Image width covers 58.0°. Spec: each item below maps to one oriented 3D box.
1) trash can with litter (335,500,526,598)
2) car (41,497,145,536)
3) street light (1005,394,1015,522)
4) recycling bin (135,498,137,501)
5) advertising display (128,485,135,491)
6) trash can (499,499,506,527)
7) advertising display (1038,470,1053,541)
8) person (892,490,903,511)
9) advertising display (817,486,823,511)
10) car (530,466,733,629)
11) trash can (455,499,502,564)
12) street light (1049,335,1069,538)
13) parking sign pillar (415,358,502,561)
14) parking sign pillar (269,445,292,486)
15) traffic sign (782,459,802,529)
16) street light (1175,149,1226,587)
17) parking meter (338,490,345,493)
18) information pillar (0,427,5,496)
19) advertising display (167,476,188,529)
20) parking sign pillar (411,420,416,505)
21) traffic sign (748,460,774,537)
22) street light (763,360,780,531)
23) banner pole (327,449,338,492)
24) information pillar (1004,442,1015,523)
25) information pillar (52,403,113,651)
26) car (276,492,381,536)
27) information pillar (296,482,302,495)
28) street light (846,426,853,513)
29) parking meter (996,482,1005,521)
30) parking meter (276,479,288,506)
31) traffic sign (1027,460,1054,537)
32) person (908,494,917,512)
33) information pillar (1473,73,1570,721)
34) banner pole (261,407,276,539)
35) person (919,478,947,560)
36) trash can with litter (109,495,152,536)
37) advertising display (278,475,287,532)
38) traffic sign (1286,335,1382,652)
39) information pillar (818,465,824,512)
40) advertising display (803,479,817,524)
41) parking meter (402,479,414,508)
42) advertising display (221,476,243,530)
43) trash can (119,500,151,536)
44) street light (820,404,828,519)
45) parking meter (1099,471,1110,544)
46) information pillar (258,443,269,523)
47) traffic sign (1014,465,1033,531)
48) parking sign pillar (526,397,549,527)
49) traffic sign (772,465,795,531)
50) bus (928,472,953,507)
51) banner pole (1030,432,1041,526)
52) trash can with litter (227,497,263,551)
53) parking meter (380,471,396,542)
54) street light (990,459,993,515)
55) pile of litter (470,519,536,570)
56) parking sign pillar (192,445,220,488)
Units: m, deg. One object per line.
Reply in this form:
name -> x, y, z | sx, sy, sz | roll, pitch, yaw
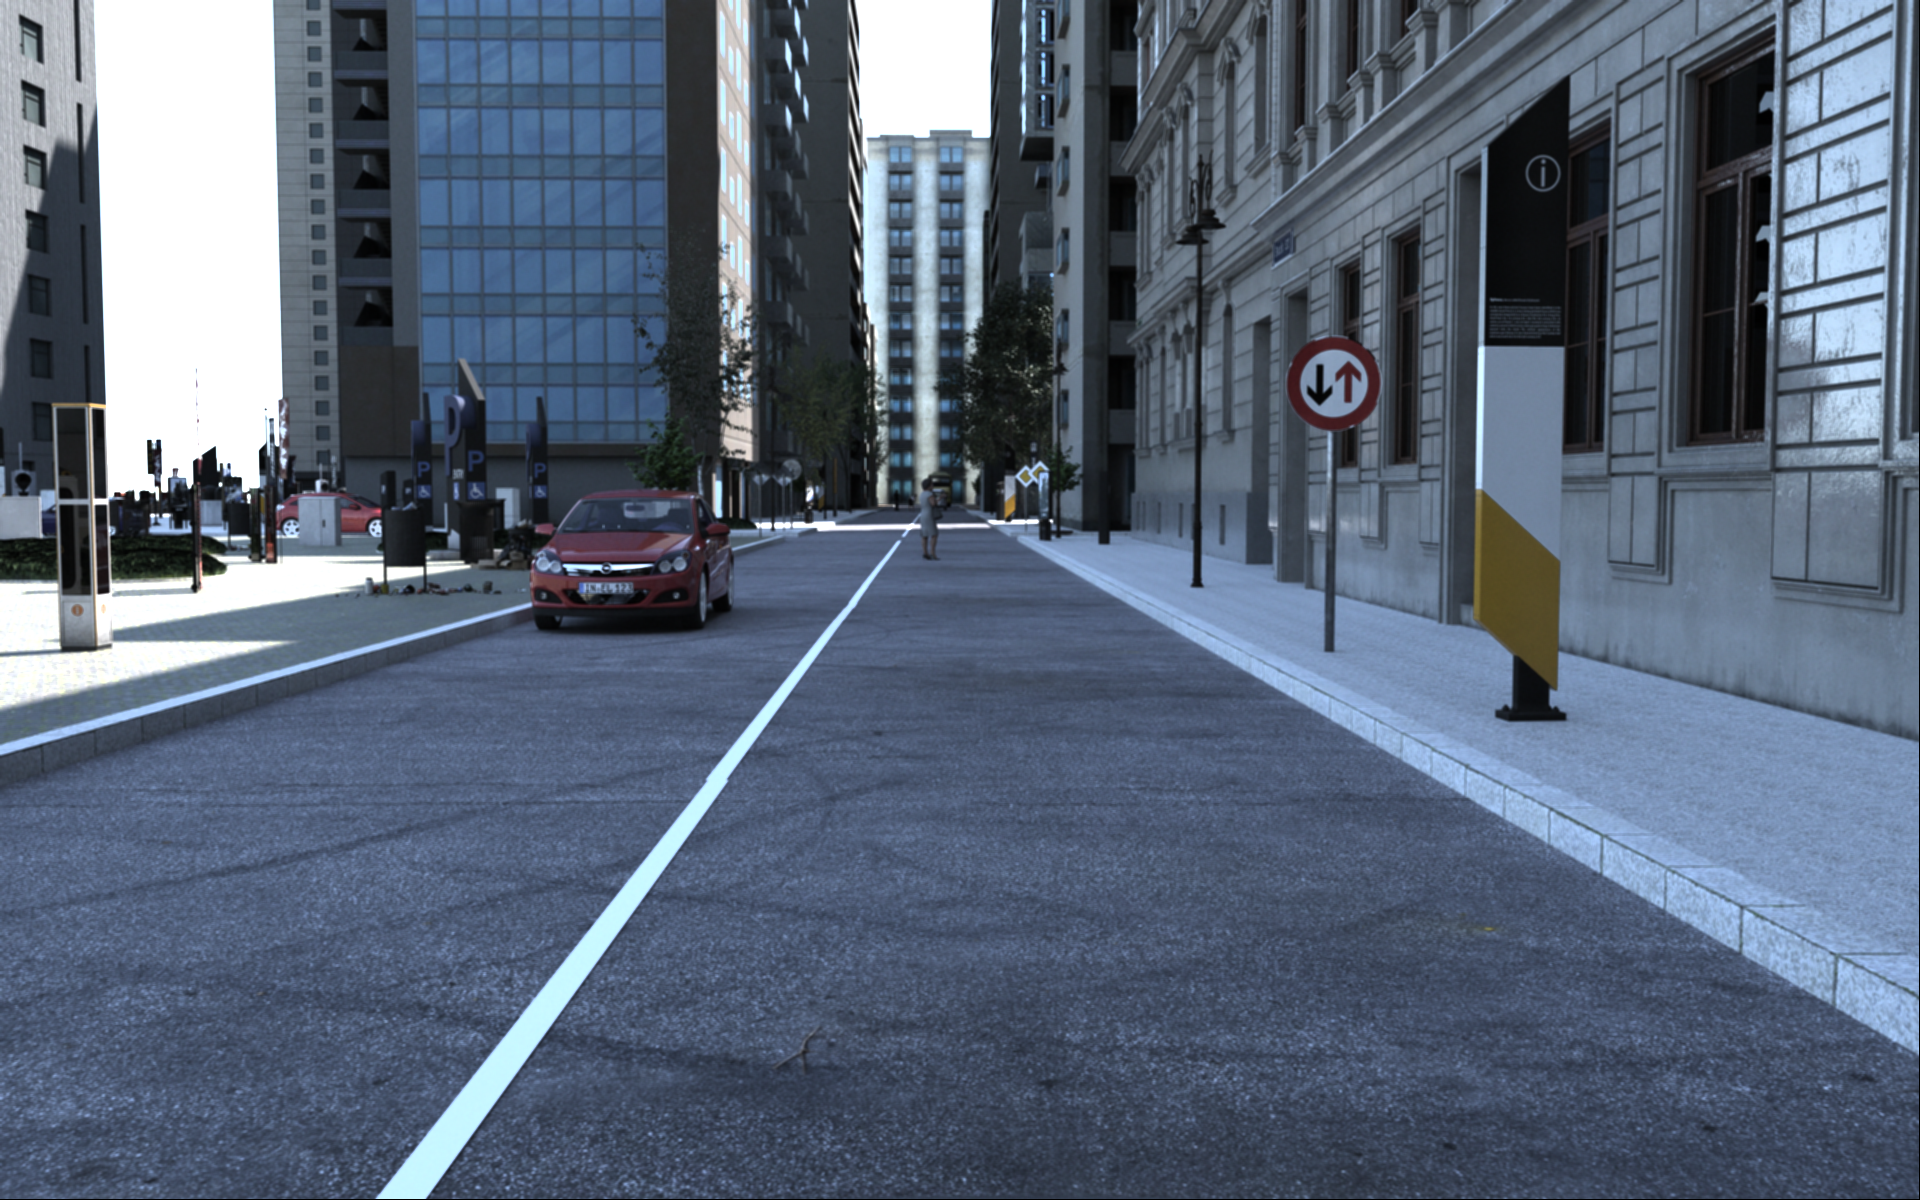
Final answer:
trash can with litter -> -6.781, -0.690, 22.337 | 2.233, 1.210, 1.678 | 0, 4, -7
car -> -28.509, -2.657, 56.016 | 3.894, 1.354, 1.945 | 0, 4, -2
street light -> 2.337, -6.575, 80.291 | 0.468, 5.910, 1.993 | 0, 4, -1
recycling bin -> -54.067, -6.123, 112.658 | 0.722, 1.027, 0.722 | 2, 4, 26
advertising display -> -60.396, -7.408, 126.328 | 0.123, 1.923, 0.974 | 0, 4, -4
trash can -> -13.864, -2.438, 51.518 | 0.748, 1.137, 0.748 | 0, 3, 0
advertising display -> 2.352, -2.600, 47.719 | 0.123, 1.923, 0.974 | -1, 4, -15
person -> -5.406, -8.585, 148.879 | 0.705, 1.822, 1.348 | 3, 5, 41
advertising display -> -10.645, -7.756, 132.029 | 0.974, 1.923, 0.123 | 3, 5, 39
car -> -3.642, -0.652, 19.697 | 2.155, 1.783, 4.494 | 0, 4, -1
trash can -> -8.879, -1.233, 31.806 | 0.748, 1.137, 0.748 | 0, 3, 0
street light -> 2.874, -4.750, 50.458 | 0.468, 5.910, 1.993 | 0, 4, -1
parking sign pillar -> -9.680, -2.780, 33.930 | 1.447, 3.967, 1.447 | -2, 4, -32
parking sign pillar -> -34.568, -6.098, 88.172 | 1.447, 3.967, 1.447 | 1, 4, 14
traffic sign -> -6.194, -3.885, 63.621 | 0.768, 2.556, 0.104 | 0, 4, 3
street light -> 3.271, -3.115, 23.718 | 0.468, 5.910, 1.993 | 0, 4, -1
parking meter -> -35.299, -5.535, 98.905 | 0.372, 1.533, 0.369 | 0, 3, 0
information pillar -> -28.616, -3.670, 51.362 | 0.183, 3.616, 0.504 | 3, 5, 44
advertising display -> -28.885, -3.593, 63.961 | 0.123, 1.923, 0.974 | 1, 4, 14
parking sign pillar -> -14.082, -3.481, 45.388 | 1.447, 3.967, 1.447 | -1, 4, -19
traffic sign -> -5.917, -2.917, 51.328 | 0.795, 2.450, 0.064 | 0, 4, -1
street light -> -6.481, -5.324, 59.842 | 0.468, 5.910, 1.993 | 0, 4, -1
banner pole -> -34.690, -6.463, 95.686 | 0.863, 3.779, 0.401 | 2, 4, 29
information pillar -> 2.234, -5.291, 77.865 | 0.504, 3.616, 0.183 | 0, 4, -7
information pillar -> -7.194, -0.594, 14.210 | 0.304, 2.012, 0.304 | 0, 4, -2
car -> -19.758, -2.860, 55.799 | 4.494, 1.783, 2.155 | 0, 4, 1
information pillar -> -39.521, -6.050, 103.403 | 0.304, 2.012, 0.304 | 1, 4, 8
street light -> -7.302, -8.725, 115.446 | 0.468, 5.910, 1.993 | 0, 4, -1
parking meter -> 1.921, -4.699, 82.540 | 0.255, 1.863, 0.399 | 3, 5, 41
parking meter -> -26.244, -3.753, 67.071 | 0.399, 1.863, 0.255 | 0, 4, 1
traffic sign -> 2.376, -2.922, 51.425 | 0.795, 2.450, 0.064 | 0, 4, -1
person -> -3.731, -7.704, 137.642 | 0.799, 1.438, 0.628 | 0, 4, 8
information pillar -> 3.171, -1.126, 9.757 | 0.504, 3.616, 0.183 | 0, 4, -6
banner pole -> -19.801, -3.653, 49.738 | 0.401, 3.779, 0.863 | -3, 5, -44
person -> -0.564, -1.762, 37.660 | 0.532, 1.782, 0.716 | -2, 4, -30
trash can with litter -> -24.198, -2.390, 50.126 | 2.233, 1.210, 1.678 | -1, 4, -21
advertising display -> -22.997, -3.278, 58.813 | 0.123, 1.923, 0.974 | -2, 4, -31
traffic sign -> 3.007, -0.851, 14.022 | 0.768, 2.556, 0.104 | 0, 4, 2
information pillar -> -9.669, -7.925, 120.931 | 0.504, 3.616, 0.183 | -1, 4, -15
advertising display -> -6.417, -4.173, 73.439 | 0.123, 1.923, 0.974 | 1, 4, 16
parking meter -> -20.286, -3.547, 63.708 | 0.399, 1.863, 0.255 | -1, 4, -10
advertising display -> -26.027, -3.472, 61.982 | 0.123, 1.923, 0.974 | 1, 4, 17
trash can -> -20.935, -1.978, 43.988 | 0.748, 1.137, 0.748 | 0, 3, 0
street light -> -6.863, -7.047, 88.004 | 0.468, 5.910, 1.993 | 0, 4, -1
parking meter -> 3.696, -2.362, 44.336 | 0.255, 1.863, 0.399 | 1, 4, 11
information pillar -> -30.598, -5.187, 76.157 | 0.504, 3.616, 0.183 | 1, 4, 13
traffic sign -> 2.263, -3.411, 59.409 | 0.795, 2.450, 0.064 | 0, 4, -1
parking sign pillar -> -11.556, -3.603, 47.388 | 1.447, 3.967, 1.447 | -1, 4, -19
traffic sign -> -6.031, -3.405, 59.312 | 0.795, 2.450, 0.064 | 0, 4, -1
bus -> -2.216, -12.208, 191.143 | 2.896, 3.916, 12.252 | 0, 4, 0
banner pole -> 3.094, -4.924, 70.531 | 0.401, 3.779, 0.863 | -2, 4, -34
trash can with litter -> -16.881, -1.743, 39.557 | 2.233, 1.210, 1.678 | -3, 5, -41
parking meter -> -14.341, -2.309, 43.459 | 0.255, 1.863, 0.399 | -3, 5, -44
street light -> 1.975, -8.211, 107.031 | 0.468, 5.910, 1.993 | 0, 4, -1
pile of litter -> -7.688, -0.957, 29.607 | 1.176, 0.858, 1.719 | -2, 4, -35
parking sign pillar -> -41.040, -6.470, 94.263 | 1.447, 3.967, 1.447 | 0, 4, -5
